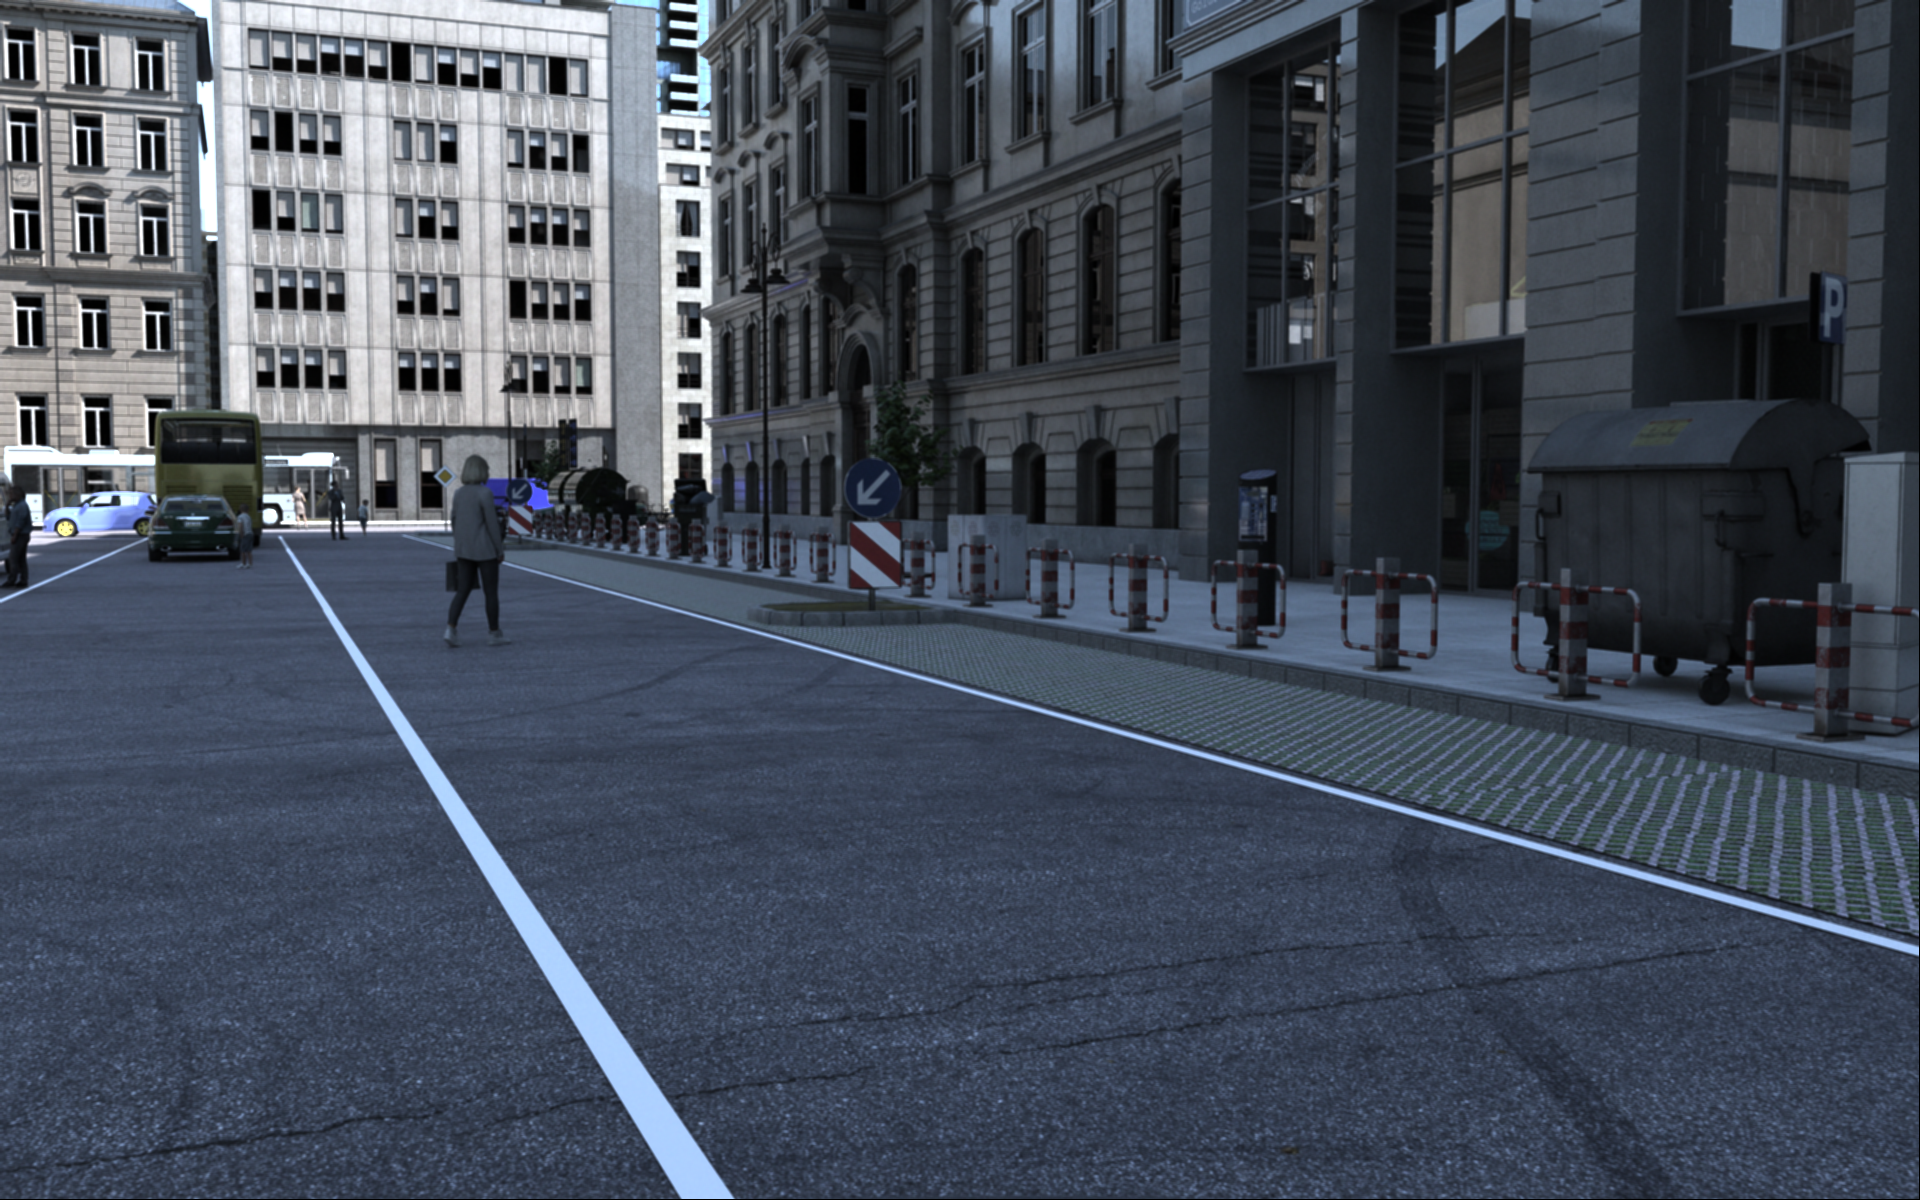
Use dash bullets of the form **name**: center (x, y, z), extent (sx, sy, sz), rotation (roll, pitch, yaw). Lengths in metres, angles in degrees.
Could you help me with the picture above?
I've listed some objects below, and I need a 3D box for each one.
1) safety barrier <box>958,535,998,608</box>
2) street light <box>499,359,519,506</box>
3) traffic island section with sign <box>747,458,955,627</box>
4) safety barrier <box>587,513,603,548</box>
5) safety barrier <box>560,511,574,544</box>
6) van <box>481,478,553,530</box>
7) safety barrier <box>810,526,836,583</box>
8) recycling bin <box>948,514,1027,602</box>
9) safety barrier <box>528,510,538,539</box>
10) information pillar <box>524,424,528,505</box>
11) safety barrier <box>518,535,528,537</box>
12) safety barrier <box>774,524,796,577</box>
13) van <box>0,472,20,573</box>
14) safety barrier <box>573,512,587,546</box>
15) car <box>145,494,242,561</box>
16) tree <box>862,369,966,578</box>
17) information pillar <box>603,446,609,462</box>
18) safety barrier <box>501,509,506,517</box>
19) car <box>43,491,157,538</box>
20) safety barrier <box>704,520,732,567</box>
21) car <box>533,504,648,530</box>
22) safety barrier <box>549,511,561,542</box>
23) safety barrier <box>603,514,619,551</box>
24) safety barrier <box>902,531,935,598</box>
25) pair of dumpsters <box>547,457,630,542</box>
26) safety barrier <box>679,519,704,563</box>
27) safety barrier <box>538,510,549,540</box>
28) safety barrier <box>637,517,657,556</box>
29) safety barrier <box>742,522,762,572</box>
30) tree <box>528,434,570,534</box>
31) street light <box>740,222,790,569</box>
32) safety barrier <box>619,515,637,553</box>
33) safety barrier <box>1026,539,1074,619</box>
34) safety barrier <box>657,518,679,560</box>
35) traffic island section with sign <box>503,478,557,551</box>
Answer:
- **safety barrier**: center (0.202, -0.331, 19.685), extent (0.300, 0.817, 1.120), rotation (-1, 4, -22)
- **street light**: center (-15.422, -5.290, 59.283), extent (0.468, 5.910, 1.993), rotation (-1, 4, -22)
- **traffic island section with sign**: center (-1.330, -0.670, 19.577), extent (1.989, 1.847, 2.006), rotation (-1, 4, -22)
- **safety barrier**: center (-8.517, -1.637, 41.032), extent (0.300, 0.817, 1.120), rotation (-1, 4, -22)
- **safety barrier**: center (-9.976, -1.855, 44.598), extent (0.300, 0.817, 1.120), rotation (-1, 4, -22)
- **van**: center (-16.174, -3.842, 67.206), extent (5.245, 2.365, 2.240), rotation (-2, 4, -23)
- **safety barrier**: center (-1.988, -0.658, 25.040), extent (0.300, 0.817, 1.120), rotation (-1, 4, -22)
- **recycling bin**: center (0.333, -0.523, 21.108), extent (0.722, 1.027, 0.722), rotation (-3, 4, -37)
- **safety barrier**: center (-12.150, -2.180, 49.923), extent (0.300, 0.817, 1.120), rotation (-1, 4, -22)
- **information pillar**: center (-14.421, -4.047, 57.523), extent (0.183, 3.616, 0.504), rotation (-1, 4, -13)
- **safety barrier**: center (-12.879, -2.289, 51.697), extent (0.300, 0.817, 1.120), rotation (-1, 4, -22)
- **safety barrier**: center (-2.712, -0.767, 26.815), extent (0.300, 0.817, 1.120), rotation (-1, 4, -22)
- **van**: center (-17.323, -1.396, 29.838), extent (2.013, 2.044, 4.112), rotation (-1, 4, -21)
- **safety barrier**: center (-9.244, -1.745, 42.812), extent (0.300, 0.817, 1.120), rotation (-1, 4, -22)
- **car**: center (-16.956, -1.630, 38.455), extent (2.131, 1.459, 4.920), rotation (-1, 4, -22)
- **tree**: center (-1.007, -1.960, 26.655), extent (1.663, 3.219, 1.824), rotation (0, 3, 0)
- **information pillar**: center (-17.160, -5.660, 83.901), extent (0.183, 3.616, 0.504), rotation (1, 4, 14)
- **safety barrier**: center (-14.326, -2.506, 55.248), extent (0.300, 0.817, 1.120), rotation (-1, 4, -22)
- **car**: center (-28.774, -2.975, 58.225), extent (3.694, 1.707, 1.945), rotation (-1, 4, -22)
- **safety barrier**: center (-4.163, -0.984, 30.368), extent (0.300, 0.817, 1.120), rotation (-1, 4, -22)
- **car**: center (-14.111, -3.249, 64.912), extent (4.920, 1.459, 2.131), rotation (-1, 4, -22)
- **safety barrier**: center (-10.701, -1.963, 46.373), extent (0.300, 0.817, 1.120), rotation (-1, 4, -22)
- **safety barrier**: center (-7.783, -1.528, 39.253), extent (0.300, 0.817, 1.120), rotation (-1, 4, -22)
- **safety barrier**: center (-0.525, -0.440, 21.469), extent (0.300, 0.817, 1.120), rotation (-1, 4, -22)
- **pair of dumpsters**: center (-10.230, -2.769, 47.762), extent (1.574, 2.255, 4.437), rotation (-1, 4, -22)
- **safety barrier**: center (-4.886, -1.093, 32.144), extent (0.300, 0.817, 1.120), rotation (-1, 4, -22)
- **safety barrier**: center (-11.425, -2.072, 48.149), extent (0.300, 0.817, 1.120), rotation (-1, 4, -22)
- **safety barrier**: center (-6.343, -1.310, 35.698), extent (0.300, 0.817, 1.120), rotation (-1, 4, -22)
- **safety barrier**: center (-3.435, -0.876, 28.593), extent (0.300, 0.817, 1.120), rotation (-1, 4, -22)
- **tree**: center (-13.089, -3.777, 56.351), extent (1.663, 3.219, 1.824), rotation (0, 3, 0)
- **street light**: center (-3.335, -3.479, 29.676), extent (0.468, 5.910, 1.993), rotation (-1, 4, -22)
- **safety barrier**: center (-7.063, -1.419, 37.476), extent (0.300, 0.817, 1.120), rotation (-1, 4, -22)
- **safety barrier**: center (0.926, -0.222, 17.910), extent (0.300, 0.817, 1.120), rotation (-1, 4, -22)
- **safety barrier**: center (-5.611, -1.201, 33.918), extent (0.300, 0.817, 1.120), rotation (-1, 4, -22)
- **traffic island section with sign**: center (-11.530, -2.196, 44.535), extent (1.989, 1.847, 2.006), rotation (-1, 4, -22)
